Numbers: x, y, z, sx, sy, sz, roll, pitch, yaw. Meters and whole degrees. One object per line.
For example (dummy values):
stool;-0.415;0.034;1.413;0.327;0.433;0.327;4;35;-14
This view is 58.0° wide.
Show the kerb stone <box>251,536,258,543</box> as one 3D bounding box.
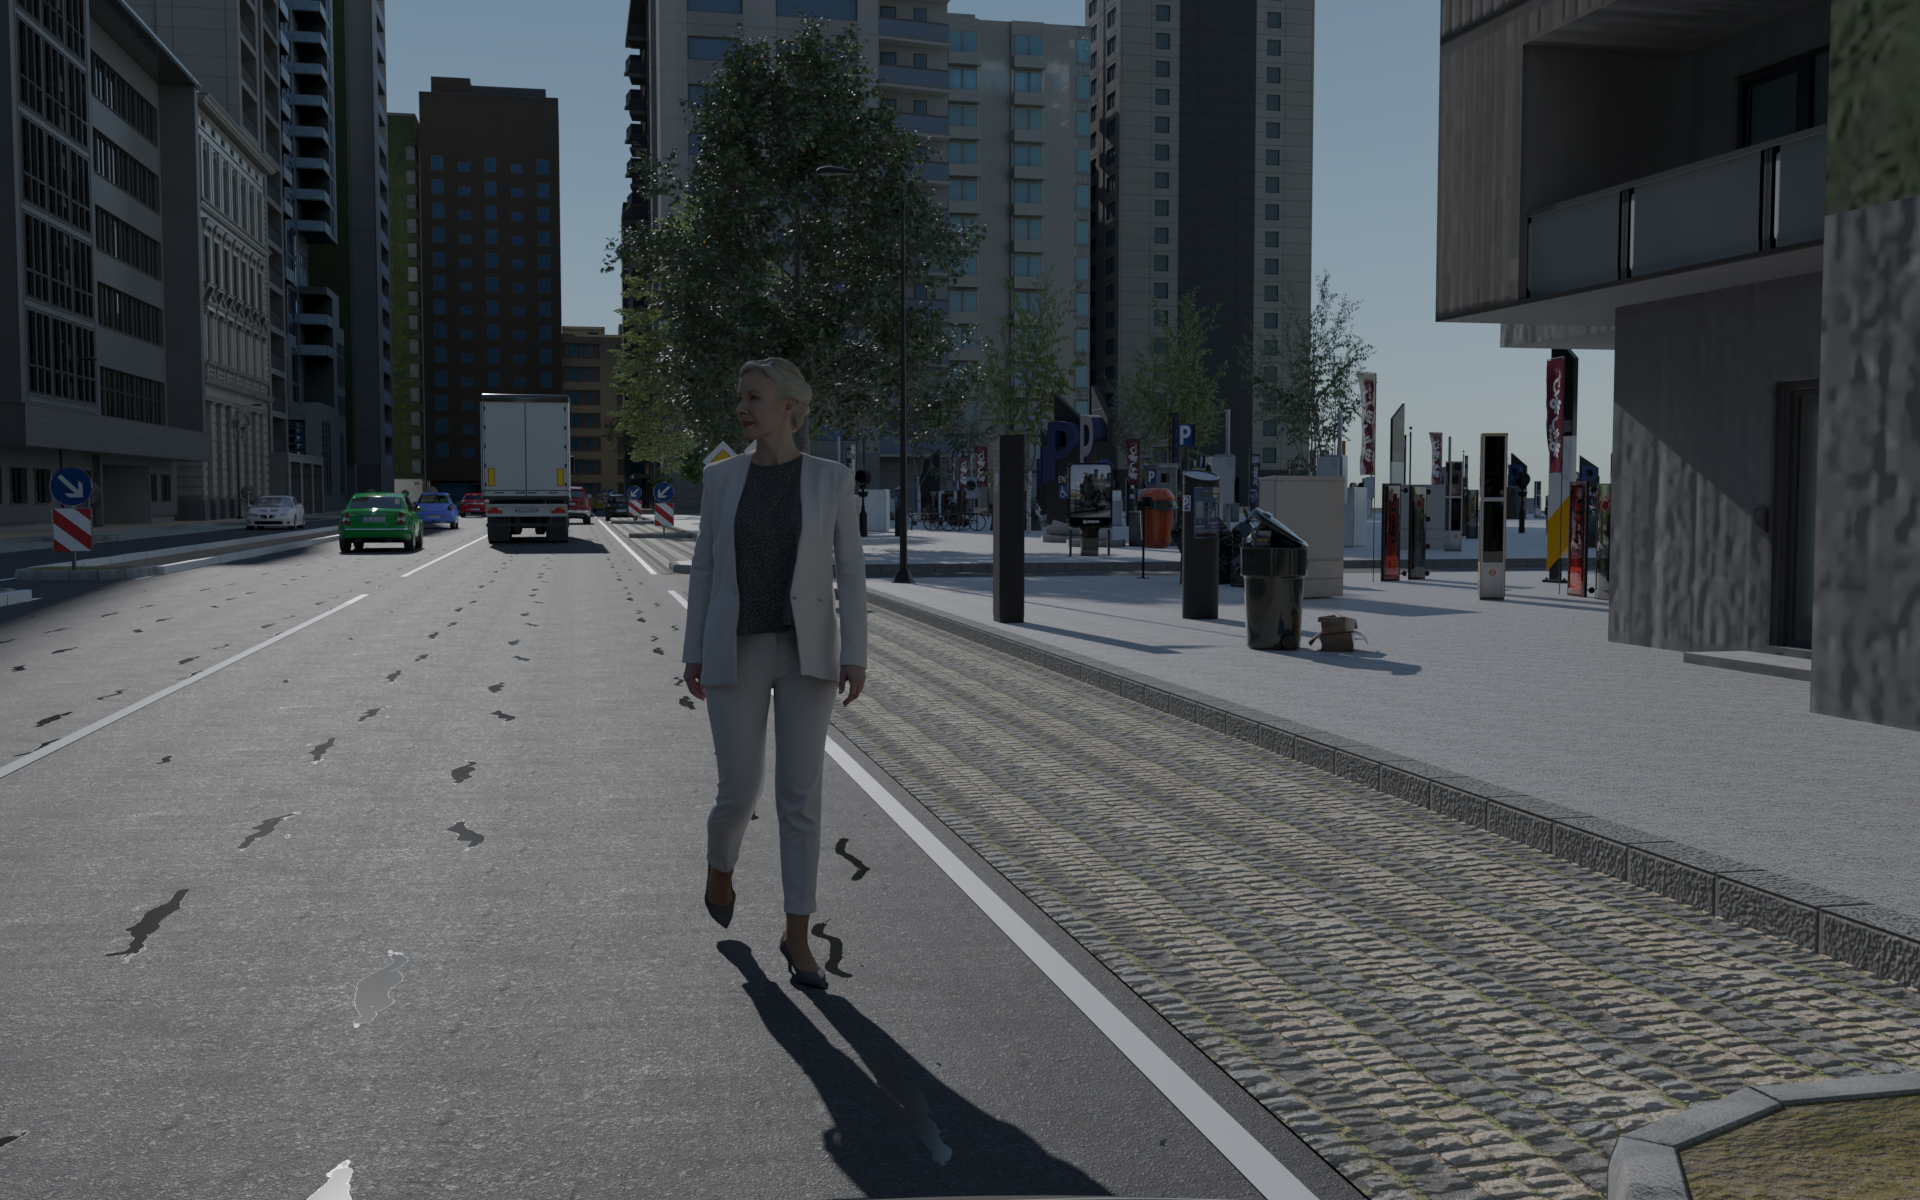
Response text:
kerb stone;-20.869;-1.756;50.899;0.120;0.150;1.000;-1;4;-13

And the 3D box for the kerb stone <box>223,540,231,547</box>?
kerb stone;-19.975;-1.510;46.887;0.120;0.150;1.000;-1;4;-13

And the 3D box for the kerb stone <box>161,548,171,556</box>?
kerb stone;-18.401;-1.081;39.871;0.120;0.150;1.000;-1;4;-13

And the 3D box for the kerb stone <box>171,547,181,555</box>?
kerb stone;-18.630;-1.141;40.868;0.120;0.150;1.000;-1;4;-13

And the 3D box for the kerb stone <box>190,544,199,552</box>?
kerb stone;-19.082;-1.265;42.876;0.120;0.150;1.000;-1;4;-13

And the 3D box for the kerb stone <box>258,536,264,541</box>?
kerb stone;-21.096;-1.817;51.897;0.120;0.150;1.000;-1;4;-13

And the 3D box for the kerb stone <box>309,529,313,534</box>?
kerb stone;-23.343;-2.422;61.904;0.120;0.150;1.000;-1;4;-13

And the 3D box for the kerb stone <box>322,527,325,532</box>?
kerb stone;-24.018;-2.610;64.910;0.120;0.150;1.000;-1;4;-13

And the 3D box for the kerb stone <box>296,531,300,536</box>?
kerb stone;-22.667;-2.244;58.901;0.120;0.150;1.000;-1;4;-13

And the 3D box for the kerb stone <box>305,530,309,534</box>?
kerb stone;-23.110;-2.360;60.907;0.120;0.150;1.000;-1;4;-13

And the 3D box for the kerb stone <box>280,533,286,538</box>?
kerb stone;-21.989;-2.062;55.905;0.120;0.150;1.000;-1;4;-13

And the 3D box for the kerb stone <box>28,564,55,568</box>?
kerb stone;-16.387;-0.526;30.850;0.120;0.150;1.000;-1;4;-13

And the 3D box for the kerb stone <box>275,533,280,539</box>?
kerb stone;-21.775;-2.001;54.906;0.120;0.150;1.000;-1;4;-13

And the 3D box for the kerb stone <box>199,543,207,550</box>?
kerb stone;-19.297;-1.326;43.875;0.120;0.150;1.000;-1;4;-13

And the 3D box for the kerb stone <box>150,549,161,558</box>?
kerb stone;-18.177;-1.014;38.870;0.120;0.150;1.000;-1;4;-13

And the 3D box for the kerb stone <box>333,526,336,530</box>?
kerb stone;-24.688;-2.796;67.910;0.120;0.150;1.000;-1;4;-13

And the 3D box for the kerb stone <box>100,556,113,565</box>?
kerb stone;-17.284;-0.769;34.843;0.120;0.150;1.000;-1;4;-13

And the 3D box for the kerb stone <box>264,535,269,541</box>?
kerb stone;-21.320;-1.878;52.895;0.120;0.150;1.000;-1;4;-13

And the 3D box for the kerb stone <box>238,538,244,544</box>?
kerb stone;-20.435;-1.633;48.901;0.120;0.150;1.000;-1;4;-13

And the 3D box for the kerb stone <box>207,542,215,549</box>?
kerb stone;-19.526;-1.387;44.878;0.120;0.150;1.000;-1;4;-13

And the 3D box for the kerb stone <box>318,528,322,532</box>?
kerb stone;-23.785;-2.544;63.913;0.120;0.150;1.000;-1;4;-13

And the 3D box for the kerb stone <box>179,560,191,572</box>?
kerb stone;-14.559;-0.618;32.306;0.120;0.150;1.000;-1;4;-13

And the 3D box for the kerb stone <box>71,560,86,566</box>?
kerb stone;-16.836;-0.648;32.848;0.120;0.150;1.000;-1;4;-13

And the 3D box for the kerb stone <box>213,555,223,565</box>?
kerb stone;-15.237;-0.799;35.300;0.120;0.150;1.000;-1;4;-13

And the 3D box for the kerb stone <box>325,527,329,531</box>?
kerb stone;-24.237;-2.674;65.913;0.120;0.150;1.000;-1;4;-13

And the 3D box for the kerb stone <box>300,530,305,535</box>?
kerb stone;-22.884;-2.305;59.901;0.120;0.150;1.000;-1;4;-13

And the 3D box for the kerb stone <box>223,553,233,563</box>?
kerb stone;-15.451;-0.862;36.300;0.120;0.150;1.000;-1;4;-13

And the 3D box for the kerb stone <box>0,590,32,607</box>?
kerb stone;-12.423;-0.033;22.772;0.120;0.150;1.000;-1;4;-13

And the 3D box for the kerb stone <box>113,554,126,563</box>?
kerb stone;-17.502;-0.825;35.842;0.120;0.150;1.000;-1;4;-13

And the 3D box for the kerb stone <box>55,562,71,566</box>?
kerb stone;-16.606;-0.590;31.848;0.120;0.150;1.000;-1;4;-13

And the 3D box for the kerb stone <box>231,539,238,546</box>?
kerb stone;-20.197;-1.566;47.894;0.120;0.150;1.000;-1;4;-13

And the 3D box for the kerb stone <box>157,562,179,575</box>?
kerb stone;-14.329;-0.557;31.297;0.120;0.150;1.000;-1;4;-13

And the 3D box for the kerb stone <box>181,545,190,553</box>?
kerb stone;-18.857;-1.204;41.879;0.120;0.150;1.000;-1;4;-13

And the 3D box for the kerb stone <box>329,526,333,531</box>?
kerb stone;-24.457;-2.731;66.914;0.120;0.150;1.000;-1;4;-13

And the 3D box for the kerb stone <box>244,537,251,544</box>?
kerb stone;-20.651;-1.690;49.901;0.120;0.150;1.000;-1;4;-13

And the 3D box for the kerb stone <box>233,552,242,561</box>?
kerb stone;-15.688;-0.924;37.304;0.120;0.150;1.000;-1;4;-13

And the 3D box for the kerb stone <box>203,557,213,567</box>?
kerb stone;-15.011;-0.736;34.303;0.120;0.150;1.000;-1;4;-13

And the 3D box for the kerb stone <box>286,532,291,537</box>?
kerb stone;-22.218;-2.123;56.902;0.120;0.150;1.000;-1;4;-13

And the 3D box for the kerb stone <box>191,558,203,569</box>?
kerb stone;-14.786;-0.680;33.306;0.120;0.150;1.000;-1;4;-13

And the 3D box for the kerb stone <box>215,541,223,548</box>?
kerb stone;-19.750;-1.449;45.890;0.120;0.150;1.000;-1;4;-13

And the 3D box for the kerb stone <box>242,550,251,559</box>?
kerb stone;-15.904;-0.983;38.313;0.120;0.150;1.000;-1;4;-13

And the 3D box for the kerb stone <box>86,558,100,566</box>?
kerb stone;-17.052;-0.713;33.847;0.120;0.150;1.000;-1;4;-13

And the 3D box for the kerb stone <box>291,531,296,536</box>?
kerb stone;-22.443;-2.184;57.903;0.120;0.150;1.000;-1;4;-13

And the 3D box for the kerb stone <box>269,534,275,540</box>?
kerb stone;-21.541;-1.933;53.894;0.120;0.150;1.000;-1;4;-13

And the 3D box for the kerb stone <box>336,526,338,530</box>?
kerb stone;-24.897;-2.857;68.911;0.120;0.150;1.000;-1;4;-13

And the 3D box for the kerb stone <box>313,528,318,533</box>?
kerb stone;-23.561;-2.490;62.915;0.120;0.150;1.000;-1;4;-13

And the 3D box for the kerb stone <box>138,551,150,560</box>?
kerb stone;-17.957;-0.958;37.864;0.120;0.150;1.000;-1;4;-13

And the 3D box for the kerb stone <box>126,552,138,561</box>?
kerb stone;-17.729;-0.897;36.854;0.120;0.150;1.000;-1;4;-13
